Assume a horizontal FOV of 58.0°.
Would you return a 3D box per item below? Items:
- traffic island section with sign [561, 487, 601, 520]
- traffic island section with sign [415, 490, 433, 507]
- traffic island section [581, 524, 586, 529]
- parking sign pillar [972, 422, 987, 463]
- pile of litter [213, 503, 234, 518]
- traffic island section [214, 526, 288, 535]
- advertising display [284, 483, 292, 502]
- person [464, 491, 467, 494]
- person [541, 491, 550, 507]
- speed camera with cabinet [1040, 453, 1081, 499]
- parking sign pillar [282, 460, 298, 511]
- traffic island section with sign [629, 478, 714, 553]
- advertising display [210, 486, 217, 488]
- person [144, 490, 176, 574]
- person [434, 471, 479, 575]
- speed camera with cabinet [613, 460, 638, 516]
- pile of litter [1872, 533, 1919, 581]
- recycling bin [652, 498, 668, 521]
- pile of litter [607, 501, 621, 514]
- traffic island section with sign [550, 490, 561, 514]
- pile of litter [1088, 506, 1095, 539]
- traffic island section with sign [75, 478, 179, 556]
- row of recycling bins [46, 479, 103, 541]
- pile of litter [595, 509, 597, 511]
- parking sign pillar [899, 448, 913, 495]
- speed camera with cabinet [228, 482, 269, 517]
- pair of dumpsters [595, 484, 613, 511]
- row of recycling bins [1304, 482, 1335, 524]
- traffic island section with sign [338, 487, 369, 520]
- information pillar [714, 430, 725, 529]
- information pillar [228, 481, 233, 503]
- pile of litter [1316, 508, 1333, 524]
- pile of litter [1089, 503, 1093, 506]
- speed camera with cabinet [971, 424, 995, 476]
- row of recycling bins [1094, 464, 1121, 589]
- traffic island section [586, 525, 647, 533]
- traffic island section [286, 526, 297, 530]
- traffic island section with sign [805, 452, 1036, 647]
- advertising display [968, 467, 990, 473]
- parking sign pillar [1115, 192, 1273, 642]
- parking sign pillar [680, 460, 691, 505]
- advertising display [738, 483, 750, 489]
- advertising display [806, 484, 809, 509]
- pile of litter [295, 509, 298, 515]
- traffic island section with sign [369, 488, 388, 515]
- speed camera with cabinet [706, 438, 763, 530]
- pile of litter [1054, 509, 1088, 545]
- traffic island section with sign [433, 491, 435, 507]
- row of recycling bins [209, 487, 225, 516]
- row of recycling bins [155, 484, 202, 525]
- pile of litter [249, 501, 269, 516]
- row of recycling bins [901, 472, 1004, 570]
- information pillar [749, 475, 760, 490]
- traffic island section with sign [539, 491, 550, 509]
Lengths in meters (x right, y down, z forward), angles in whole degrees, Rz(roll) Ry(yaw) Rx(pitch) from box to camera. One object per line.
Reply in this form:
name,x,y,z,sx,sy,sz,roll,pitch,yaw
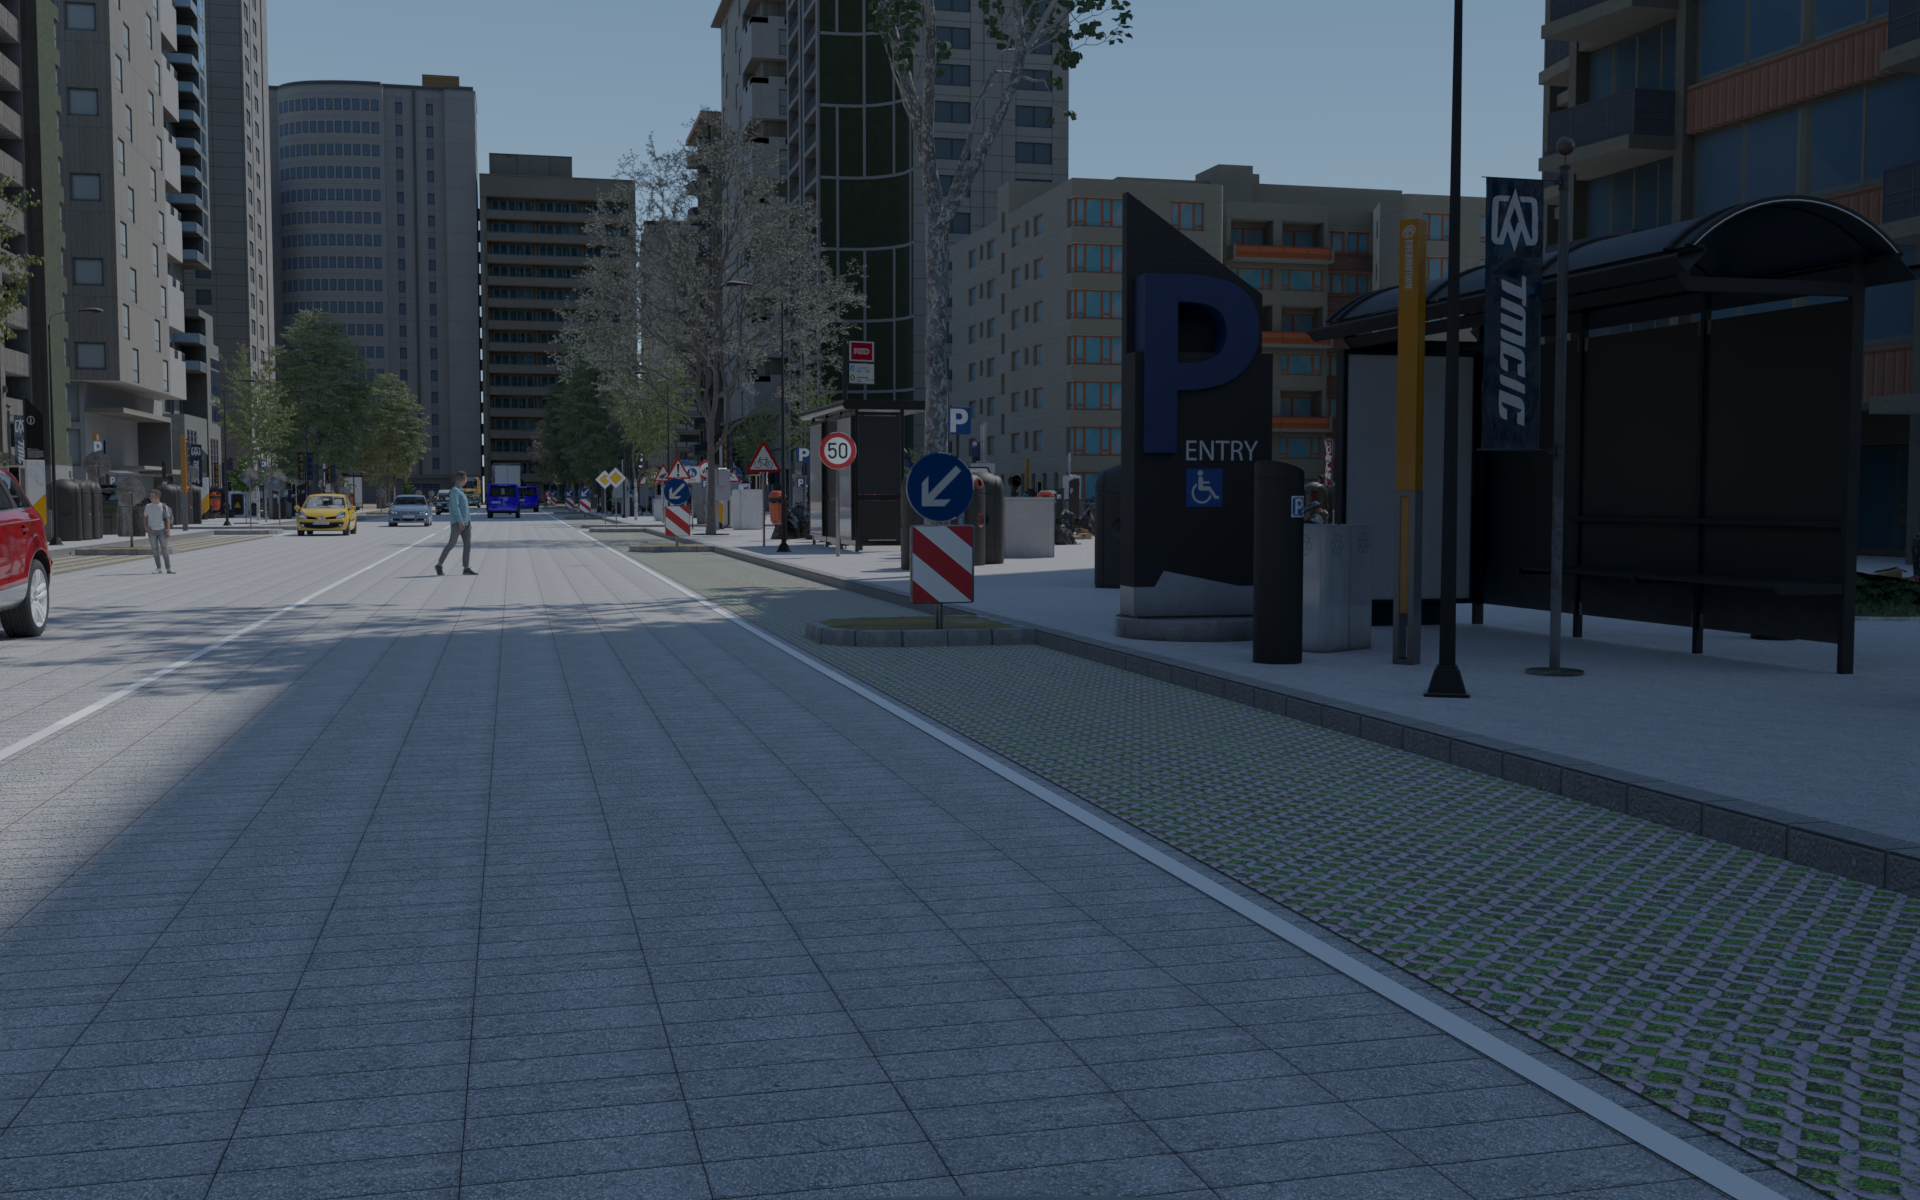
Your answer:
traffic island section with sign,-21.287,-5.445,97.647,1.989,1.847,2.006,-1,4,-14
traffic island section with sign,-52.808,-9.822,169.218,1.989,1.847,2.006,-1,4,-14
traffic island section,-14.960,-3.113,73.179,2.009,0.180,2.903,-1,4,-14
parking sign pillar,0.739,-4.624,64.079,1.447,3.967,1.447,0,4,7
pile of litter,-39.829,-4.856,93.357,1.176,0.858,1.719,1,4,18
traffic island section,-25.496,-2.443,62.227,2.009,0.180,2.903,-1,4,-14
advertising display,-38.453,-5.698,98.377,0.974,1.923,0.123,0,4,0
person,-55.078,-11.287,193.184,0.705,1.807,1.348,3,4,36
person,-45.167,-11.003,189.115,1.217,1.743,0.721,-3,5,-42
speed camera with cabinet,4.778,-5.383,82.340,2.038,3.252,0.660,-2,4,-35
parking sign pillar,-51.667,-8.852,133.201,1.447,3.967,1.447,-3,5,-44
traffic island section with sign,-7.226,-2.112,43.165,1.989,1.847,2.006,-1,4,-14
advertising display,-58.912,-8.049,136.817,0.123,1.923,0.974,0,4,2
person,-14.402,-1.229,31.190,0.503,1.515,0.523,-3,5,-41
person,-8.889,-1.360,30.595,0.748,1.841,0.638,1,4,10
speed camera with cabinet,-19.324,-6.467,100.064,0.660,3.252,2.038,1,4,16
pile of litter,12.589,-0.548,22.933,1.719,0.858,1.176,0,4,-5
recycling bin,-14.192,-4.281,82.545,0.722,1.027,0.722,-1,4,-18
pile of litter,-22.179,-6.035,112.634,1.719,0.858,1.176,1,4,21
traffic island section with sign,-28.161,-7.073,124.278,1.989,1.847,2.006,-1,4,-14
pile of litter,3.334,-2.176,49.544,1.176,0.858,1.719,2,4,33
traffic island section with sign,-19.715,-1.986,41.107,1.989,1.847,2.006,-1,4,-14
row of recycling bins,-24.732,-2.531,48.496,1.069,1.692,3.534,-1,4,-15
pile of litter,-27.355,-7.258,132.626,1.176,0.858,1.719,2,4,33
parking sign pillar,-2.977,-6.530,95.233,1.447,3.967,1.447,-3,4,-36
speed camera with cabinet,-39.322,-6.201,95.721,2.038,3.252,0.660,-1,4,-18
pair of dumpsters,-26.381,-7.759,129.351,1.574,2.255,4.437,-1,4,-14
row of recycling bins,13.569,-3.255,60.334,3.534,1.692,1.069,-1,4,-17
traffic island section with sign,-33.410,-5.228,94.112,1.989,1.847,2.006,-1,4,-14
information pillar,-8.820,-4.374,62.868,0.504,3.616,0.183,0,4,-3
information pillar,-40.755,-5.641,96.727,0.304,2.012,0.304,-1,4,-16
pile of litter,10.854,-2.349,52.374,1.719,0.858,1.176,1,4,17
pile of litter,6.046,-4.073,80.566,1.719,0.858,1.176,0,4,-6
speed camera with cabinet,-0.048,-3.349,49.098,2.038,3.252,0.660,0,4,-2
row of recycling bins,3.203,-1.076,24.706,3.534,1.692,1.069,-3,5,-44
traffic island section,-12.963,-2.640,65.446,2.009,0.180,2.903,-1,4,-14
traffic island section,-27.493,-2.916,69.959,2.009,0.180,2.903,-1,4,-14
traffic island section with sign,-0.475,-0.516,17.066,1.989,1.847,2.006,-1,4,-14
advertising display,0.214,-2.172,40.731,0.974,1.923,0.123,0,4,-2
parking sign pillar,2.131,-1.659,15.599,1.447,3.967,1.447,-1,4,-12
parking sign pillar,-21.603,-9.143,137.964,1.447,3.967,1.447,-1,4,-22
advertising display,-12.557,-5.903,101.721,0.974,1.923,0.123,0,4,7
advertising display,-10.110,-6.439,110.497,0.974,1.923,0.123,1,4,14
pile of litter,-42.027,-5.725,107.563,1.719,0.858,1.176,1,4,20
traffic island section with sign,-40.217,-6.841,120.474,1.989,1.847,2.006,-1,4,-14
speed camera with cabinet,-8.055,-4.133,61.907,2.038,3.252,0.660,-3,5,-40
pile of litter,2.193,-1.839,44.040,1.719,0.858,1.176,2,4,23
traffic island section with sign,-59.615,-11.436,195.606,1.989,1.847,2.006,-1,4,-14
row of recycling bins,-44.022,-5.773,101.497,1.069,1.692,3.534,1,4,22
row of recycling bins,-32.839,-4.011,72.698,1.069,1.692,3.534,0,4,-4
pile of litter,-41.362,-5.390,102.087,1.176,0.858,1.719,0,4,-4
row of recycling bins,-0.140,-1.443,30.701,1.069,1.692,3.534,1,4,21
information pillar,-7.751,-3.727,65.421,0.304,2.012,0.304,1,4,19
traffic island section with sign,-40.419,-9.975,171.711,1.989,1.847,2.006,-1,4,-14
